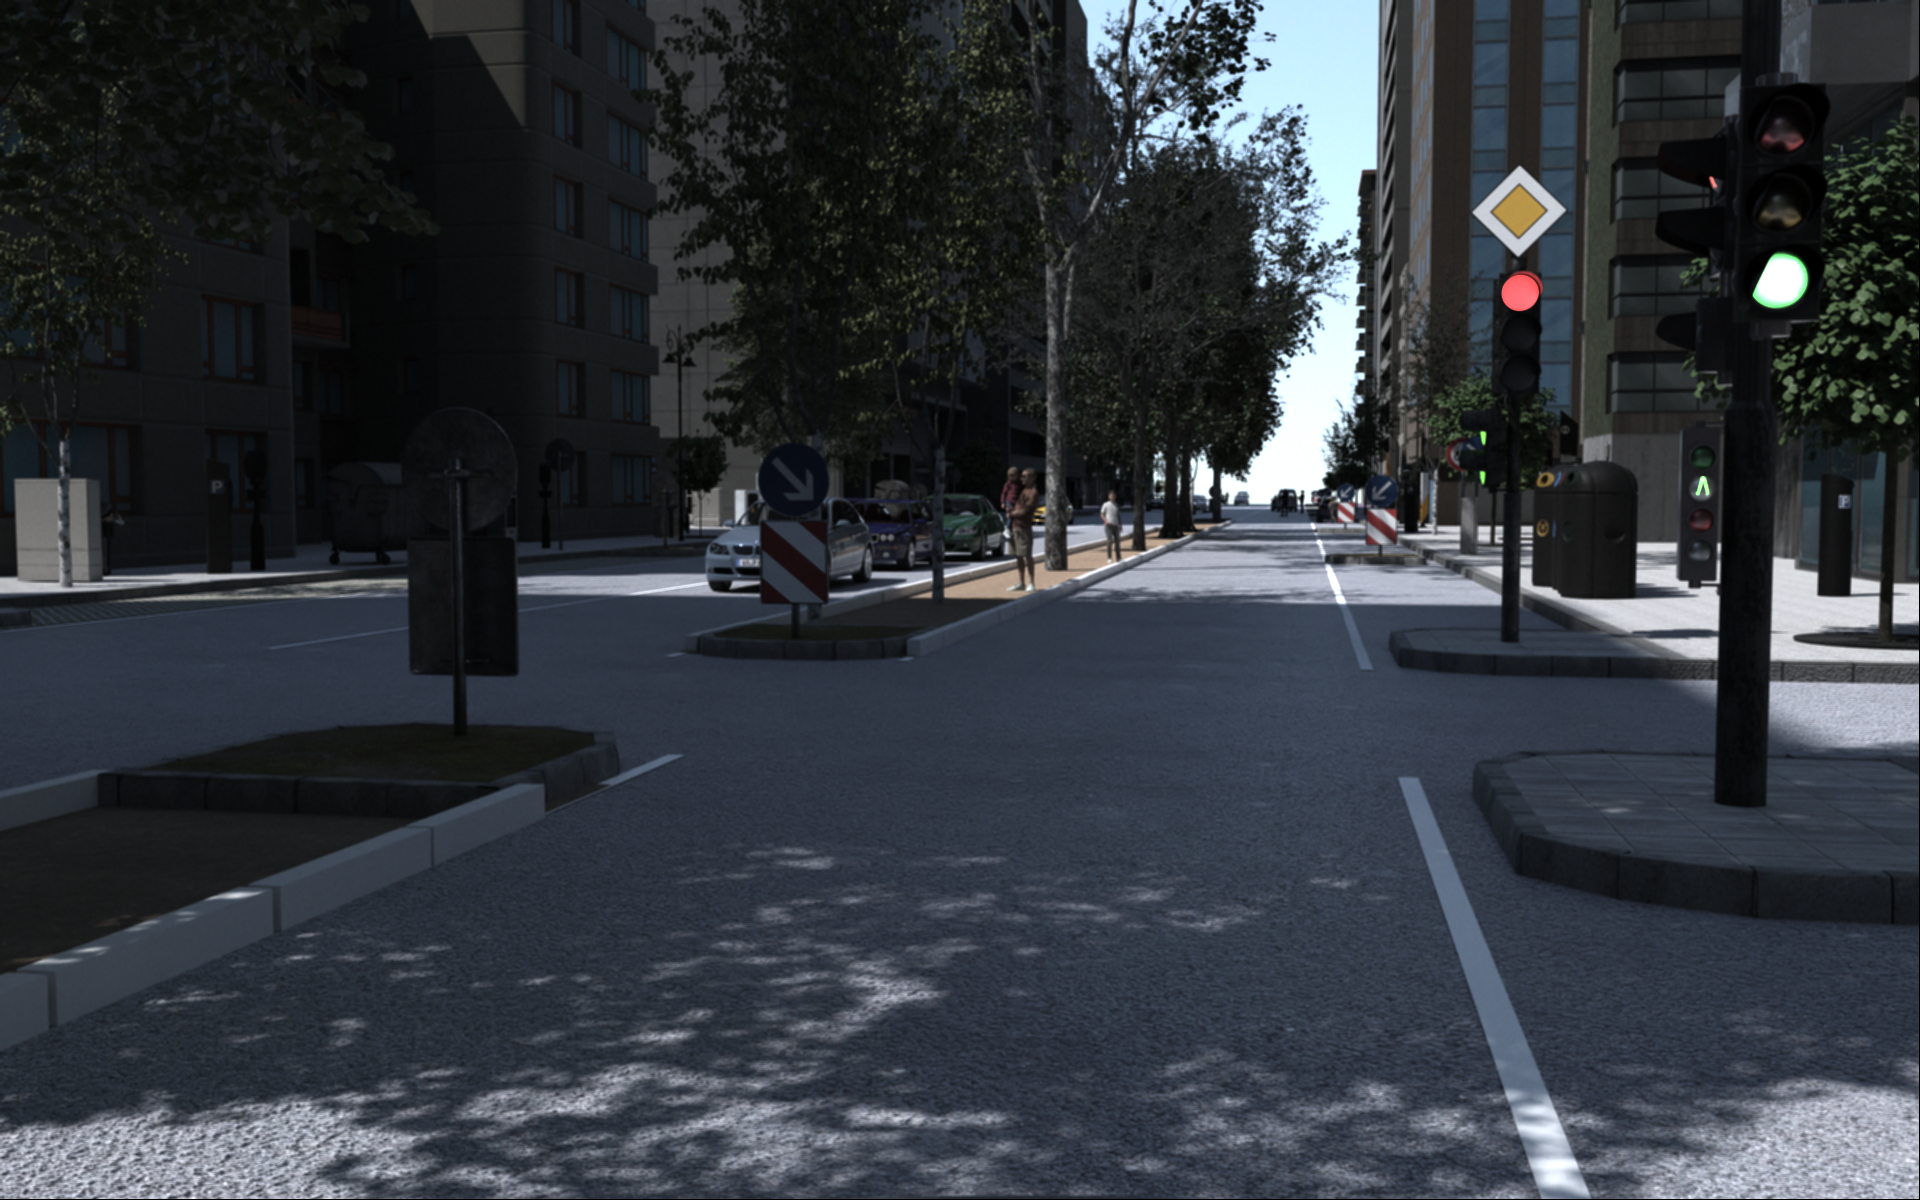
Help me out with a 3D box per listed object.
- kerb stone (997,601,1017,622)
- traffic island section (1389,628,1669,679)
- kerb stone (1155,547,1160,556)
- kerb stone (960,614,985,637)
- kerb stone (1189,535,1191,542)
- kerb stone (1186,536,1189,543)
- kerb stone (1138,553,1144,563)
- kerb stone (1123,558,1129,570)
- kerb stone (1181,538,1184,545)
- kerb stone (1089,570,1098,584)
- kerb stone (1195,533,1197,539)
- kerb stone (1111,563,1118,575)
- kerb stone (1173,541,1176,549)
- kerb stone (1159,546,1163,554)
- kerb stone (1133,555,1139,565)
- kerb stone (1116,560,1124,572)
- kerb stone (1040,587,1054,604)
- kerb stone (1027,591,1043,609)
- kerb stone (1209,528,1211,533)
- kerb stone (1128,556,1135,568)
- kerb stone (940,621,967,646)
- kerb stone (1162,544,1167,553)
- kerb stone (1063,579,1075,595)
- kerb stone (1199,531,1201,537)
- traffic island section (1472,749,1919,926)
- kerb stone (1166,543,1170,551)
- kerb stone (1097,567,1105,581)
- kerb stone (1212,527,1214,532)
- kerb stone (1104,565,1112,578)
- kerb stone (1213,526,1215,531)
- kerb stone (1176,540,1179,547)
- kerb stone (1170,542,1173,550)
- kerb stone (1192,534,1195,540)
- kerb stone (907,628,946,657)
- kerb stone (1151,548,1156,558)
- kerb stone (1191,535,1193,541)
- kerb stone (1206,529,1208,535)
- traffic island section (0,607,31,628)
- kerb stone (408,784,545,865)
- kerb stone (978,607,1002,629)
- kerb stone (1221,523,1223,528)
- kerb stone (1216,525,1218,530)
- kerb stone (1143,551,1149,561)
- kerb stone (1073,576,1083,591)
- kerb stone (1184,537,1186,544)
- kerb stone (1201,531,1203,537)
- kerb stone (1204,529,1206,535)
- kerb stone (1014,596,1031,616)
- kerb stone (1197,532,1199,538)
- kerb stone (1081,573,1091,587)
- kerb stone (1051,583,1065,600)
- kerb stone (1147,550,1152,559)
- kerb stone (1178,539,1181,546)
[{"bbox_3d":[0.482,0.150,19.743,0.120,0.150,1.000,1,4,11],"label":"kerb stone"},{"bbox_3d":[4.797,0.443,15.042,2.009,0.180,2.903,1,4,11],"label":"traffic island section"},{"bbox_3d":[4.434,-1.080,39.859,0.120,0.150,1.000,1,4,11],"label":"kerb stone"},{"bbox_3d":[0.084,0.276,17.730,0.120,0.150,1.000,1,4,11],"label":"kerb stone"},{"bbox_3d":[6.622,-1.758,50.941,0.120,0.150,1.000,1,4,11],"label":"kerb stone"},{"bbox_3d":[6.424,-1.697,49.937,0.120,0.150,1.000,1,4,11],"label":"kerb stone"},{"bbox_3d":[3.648,-0.832,35.832,0.120,0.150,1.000,1,4,11],"label":"kerb stone"},{"bbox_3d":[3.055,-0.647,32.818,0.120,0.150,1.000,1,4,11],"label":"kerb stone"},{"bbox_3d":[6.032,-1.574,47.926,0.120,0.150,1.000,1,4,11],"label":"kerb stone"},{"bbox_3d":[2.058,-0.341,27.790,0.120,0.150,1.000,1,4,11],"label":"kerb stone"},{"bbox_3d":[7.218,-1.943,53.956,0.120,0.150,1.000,1,4,11],"label":"kerb stone"},{"bbox_3d":[2.655,-0.526,30.801,0.120,0.150,1.000,1,4,11],"label":"kerb stone"},{"bbox_3d":[5.434,-1.389,44.898,0.120,0.150,1.000,1,4,11],"label":"kerb stone"},{"bbox_3d":[4.640,-1.138,40.868,0.120,0.150,1.000,1,4,11],"label":"kerb stone"},{"bbox_3d":[3.451,-0.773,34.829,0.120,0.150,1.000,1,4,11],"label":"kerb stone"},{"bbox_3d":[2.856,-0.588,31.811,0.120,0.150,1.000,1,4,11],"label":"kerb stone"},{"bbox_3d":[1.073,-0.034,22.752,0.120,0.150,1.000,1,4,11],"label":"kerb stone"},{"bbox_3d":[0.873,0.027,21.750,0.120,0.150,1.000,1,4,11],"label":"kerb stone"},{"bbox_3d":[8.800,-2.435,62.012,0.120,0.150,1.000,1,4,11],"label":"kerb stone"},{"bbox_3d":[3.259,-0.708,33.820,0.120,0.150,1.000,1,4,11],"label":"kerb stone"},{"bbox_3d":[-0.114,0.334,16.727,0.120,0.150,1.000,1,4,11],"label":"kerb stone"},{"bbox_3d":[4.842,-1.204,41.877,0.120,0.150,1.000,1,4,11],"label":"kerb stone"},{"bbox_3d":[1.481,-0.157,24.769,0.120,0.150,1.000,1,4,11],"label":"kerb stone"},{"bbox_3d":[7.620,-2.066,55.968,0.120,0.150,1.000,1,4,11],"label":"kerb stone"},{"bbox_3d":[3.255,0.922,7.207,2.009,0.180,2.903,1,4,11],"label":"traffic island section"},{"bbox_3d":[5.048,-1.266,42.887,0.120,0.150,1.000,1,4,11],"label":"kerb stone"},{"bbox_3d":[2.254,-0.403,28.793,0.120,0.150,1.000,1,4,11],"label":"kerb stone"},{"bbox_3d":[9.201,-2.554,64.022,0.120,0.150,1.000,1,4,11],"label":"kerb stone"},{"bbox_3d":[2.457,-0.464,29.798,0.120,0.150,1.000,1,4,11],"label":"kerb stone"},{"bbox_3d":[9.392,-2.614,65.026,0.120,0.150,1.000,1,4,11],"label":"kerb stone"},{"bbox_3d":[5.629,-1.450,45.901,0.120,0.150,1.000,1,4,11],"label":"kerb stone"},{"bbox_3d":[5.232,-1.324,43.894,0.120,0.150,1.000,1,4,11],"label":"kerb stone"},{"bbox_3d":[7.015,-1.881,52.952,0.120,0.150,1.000,1,4,11],"label":"kerb stone"},{"bbox_3d":[-0.313,0.396,15.724,0.120,0.150,1.000,1,4,11],"label":"kerb stone"},{"bbox_3d":[4.245,-1.019,38.852,0.120,0.150,1.000,1,4,11],"label":"kerb stone"},{"bbox_3d":[6.819,-1.817,51.944,0.120,0.150,1.000,1,4,11],"label":"kerb stone"},{"bbox_3d":[8.406,-2.312,59.990,0.120,0.150,1.000,1,4,11],"label":"kerb stone"},{"bbox_3d":[-11.285,0.249,18.202,2.009,0.180,2.903,1,4,11],"label":"traffic island section"},{"bbox_3d":[-1.991,0.919,7.176,0.120,0.150,1.000,1,4,11],"label":"kerb stone"},{"bbox_3d":[0.278,0.212,18.733,0.120,0.150,1.000,1,4,11],"label":"kerb stone"},{"bbox_3d":[10.586,-2.985,71.058,0.120,0.150,1.000,1,4,11],"label":"kerb stone"},{"bbox_3d":[9.797,-2.737,67.045,0.120,0.150,1.000,1,4,11],"label":"kerb stone"},{"bbox_3d":[3.855,-0.896,36.844,0.120,0.150,1.000,1,4,11],"label":"kerb stone"},{"bbox_3d":[1.668,-0.219,25.774,0.120,0.150,1.000,1,4,11],"label":"kerb stone"},{"bbox_3d":[6.226,-1.632,48.930,0.120,0.150,1.000,1,4,11],"label":"kerb stone"},{"bbox_3d":[7.807,-2.126,56.973,0.120,0.150,1.000,1,4,11],"label":"kerb stone"},{"bbox_3d":[8.206,-2.250,58.978,0.120,0.150,1.000,1,4,11],"label":"kerb stone"},{"bbox_3d":[0.687,0.089,20.745,0.120,0.150,1.000,1,4,11],"label":"kerb stone"},{"bbox_3d":[7.417,-2.004,54.960,0.120,0.150,1.000,1,4,11],"label":"kerb stone"},{"bbox_3d":[1.869,-0.275,26.786,0.120,0.150,1.000,1,4,11],"label":"kerb stone"},{"bbox_3d":[1.273,-0.096,23.762,0.120,0.150,1.000,1,4,11],"label":"kerb stone"},{"bbox_3d":[4.044,-0.957,37.850,0.120,0.150,1.000,1,4,11],"label":"kerb stone"},{"bbox_3d":[5.830,-1.512,46.915,0.120,0.150,1.000,1,4,11],"label":"kerb stone"}]
